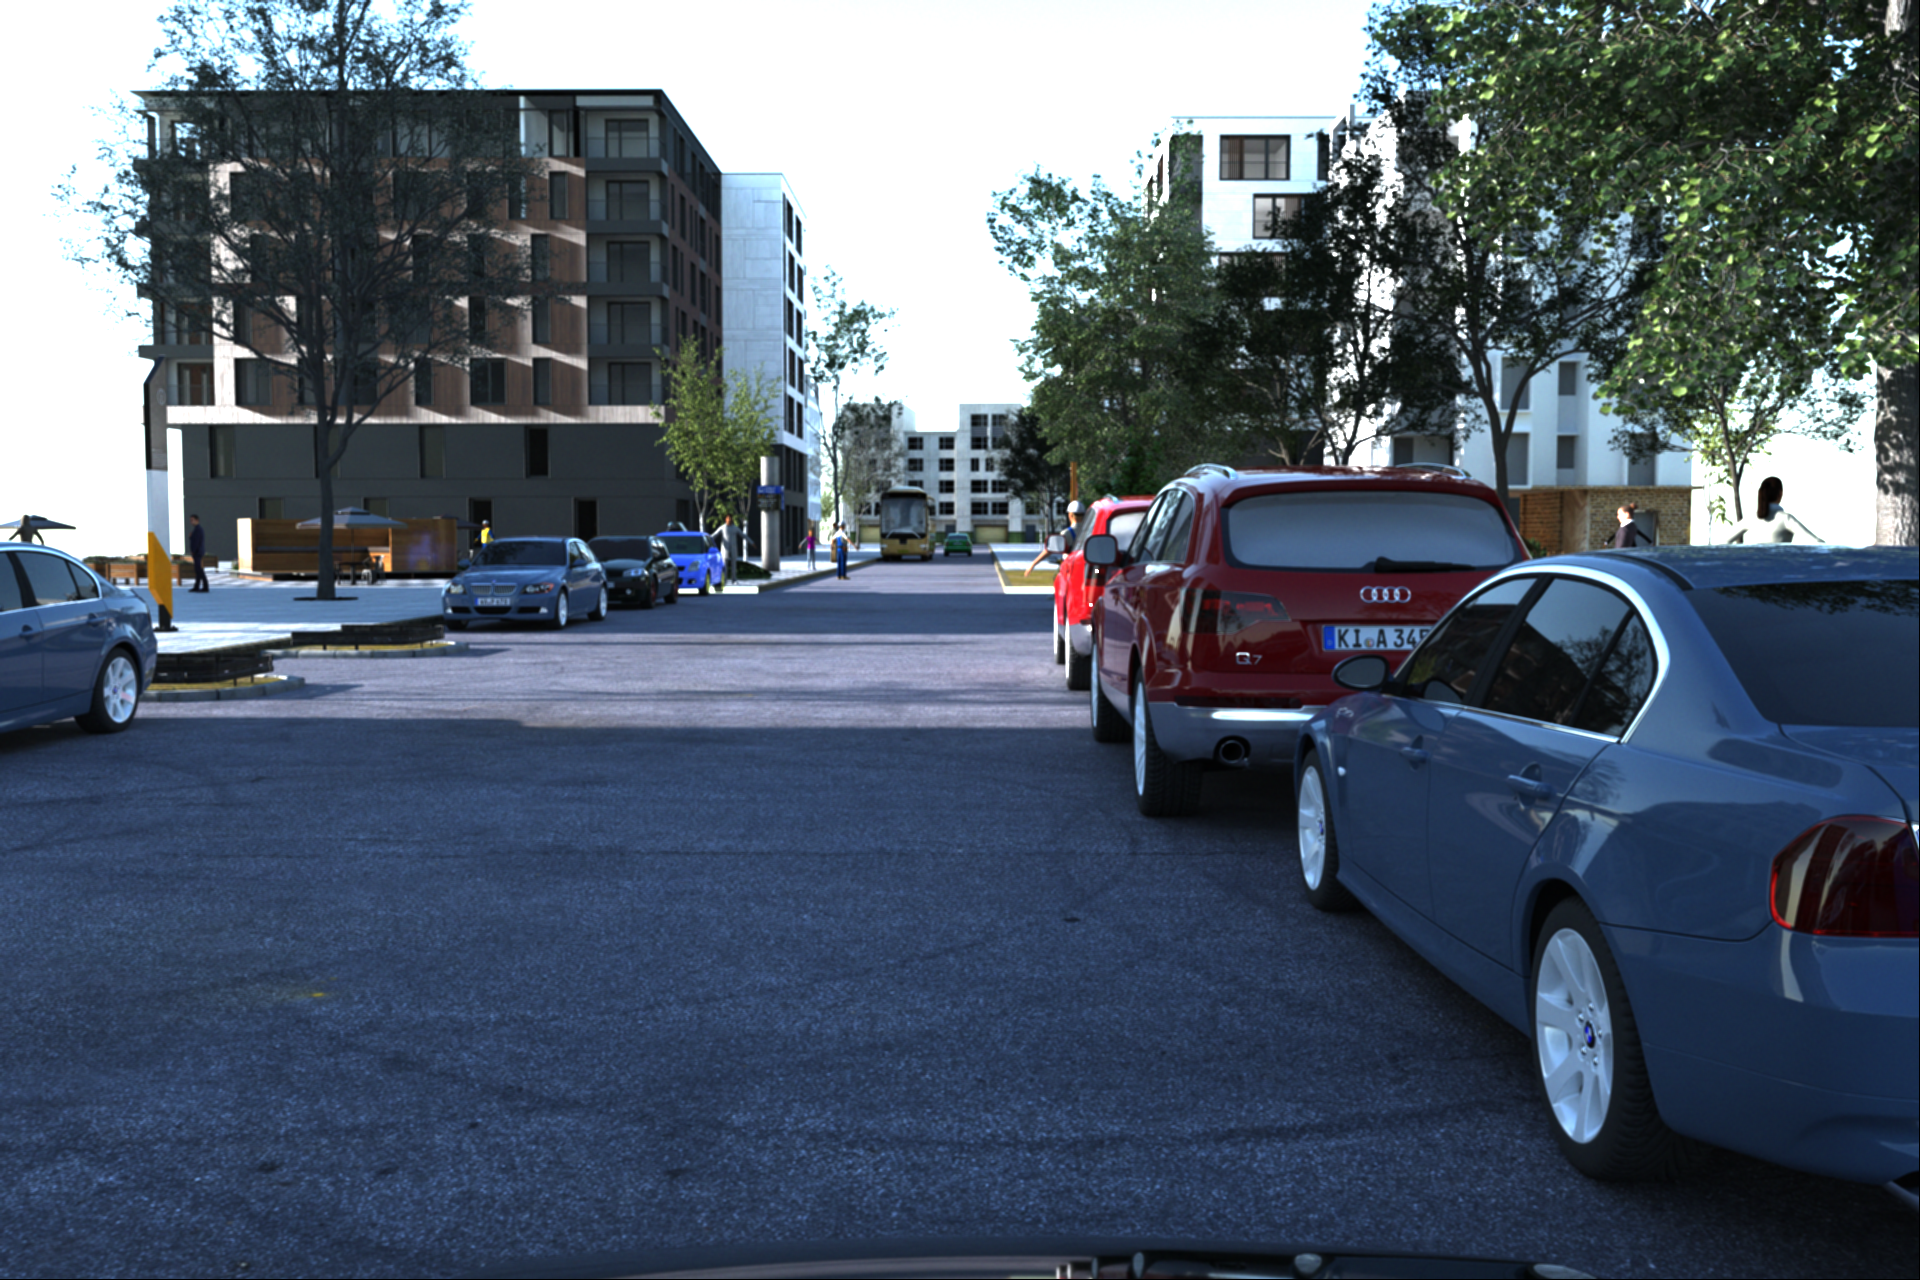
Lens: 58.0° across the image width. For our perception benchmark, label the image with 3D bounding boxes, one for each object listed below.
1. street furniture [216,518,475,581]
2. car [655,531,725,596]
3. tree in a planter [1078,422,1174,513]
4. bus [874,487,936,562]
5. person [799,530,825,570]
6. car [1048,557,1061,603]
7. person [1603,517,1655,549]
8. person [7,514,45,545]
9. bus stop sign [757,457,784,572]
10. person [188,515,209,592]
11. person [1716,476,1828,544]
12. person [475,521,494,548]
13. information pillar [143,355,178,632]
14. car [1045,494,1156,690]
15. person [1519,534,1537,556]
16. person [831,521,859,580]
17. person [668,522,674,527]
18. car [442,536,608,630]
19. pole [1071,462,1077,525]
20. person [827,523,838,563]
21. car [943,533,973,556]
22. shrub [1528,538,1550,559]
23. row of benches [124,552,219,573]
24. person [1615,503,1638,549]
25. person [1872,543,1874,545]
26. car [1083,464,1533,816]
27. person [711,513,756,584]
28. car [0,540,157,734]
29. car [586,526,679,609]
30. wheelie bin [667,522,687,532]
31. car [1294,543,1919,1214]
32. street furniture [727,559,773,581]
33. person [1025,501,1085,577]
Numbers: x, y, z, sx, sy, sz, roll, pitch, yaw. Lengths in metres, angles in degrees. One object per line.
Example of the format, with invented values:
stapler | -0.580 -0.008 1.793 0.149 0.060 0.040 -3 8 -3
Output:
street furniture | -17.279 -2.783 52.357 9.812 1.723 11.010 -2 4 -33
car | -6.665 -1.941 41.324 1.945 1.707 3.694 0 4 0
tree in a planter | 2.803 -1.869 27.778 1.991 3.239 1.994 0 4 2
bus | -2.770 -6.241 93.582 2.896 3.916 12.252 0 4 1
person | -5.273 -3.208 61.721 0.991 1.433 0.599 -2 4 -26
car | 2.623 -1.289 31.297 2.015 1.641 3.980 0 4 0
person | 16.352 -2.177 42.323 1.216 1.740 0.721 2 4 30
person | -24.818 -2.438 45.995 0.705 1.813 1.348 1 4 20
bus stop sign | -6.466 -4.285 59.083 0.837 3.901 0.837 0 4 0
person | -16.818 -1.910 38.193 0.530 1.710 0.541 0 4 -7
person | 6.369 -0.410 13.539 0.721 1.735 1.217 -3 5 -40
person | -19.363 -3.959 70.706 1.349 1.833 0.705 3 5 43
information pillar | -10.444 -1.909 22.562 0.183 3.616 0.504 0 4 1
car | 2.015 -0.535 17.426 2.281 1.827 5.304 0 4 1
person | 9.033 -1.360 29.011 1.217 1.736 0.721 2 4 28
person | -3.698 -2.837 54.703 0.705 1.847 1.347 -3 5 -42
person | -13.029 -4.420 78.394 0.704 1.817 1.347 -3 4 -38
car | -6.777 -0.942 27.409 2.014 1.417 4.499 0 4 1
pole | 3.229 -3.382 49.132 0.158 3.312 0.155 0 3 0
person | -5.583 -4.345 77.320 0.705 1.796 1.348 -3 4 -38
car | -0.114 -6.330 112.293 1.959 1.807 4.718 0 4 1
shrub | 15.762 -2.243 47.792 1.383 1.207 1.383 0 3 0
row of benches | -26.474 -2.615 58.224 4.104 0.672 1.422 2 4 28
person | 9.464 -1.097 24.784 0.445 1.727 0.742 0 4 8
person | 9.334 -0.644 17.345 0.721 1.737 1.217 0 4 -3
car | 1.918 -0.101 10.323 2.281 1.827 5.304 0 4 0
person | -5.899 -2.333 44.325 1.347 1.806 0.705 -1 4 -15
car | -6.932 0.046 11.246 2.014 1.417 4.499 0 4 1
car | -6.704 -1.503 34.363 2.009 1.686 4.222 0 4 0
wheelie bin | -7.476 -2.340 46.168 0.693 1.594 0.980 0 4 0
car | 2.218 0.420 5.137 2.014 1.417 4.499 0 4 -1
street furniture | -8.449 -2.250 52.411 5.734 0.657 10.072 0 4 -5
person | 1.454 -0.830 21.881 1.347 1.847 0.705 -2 4 -27
